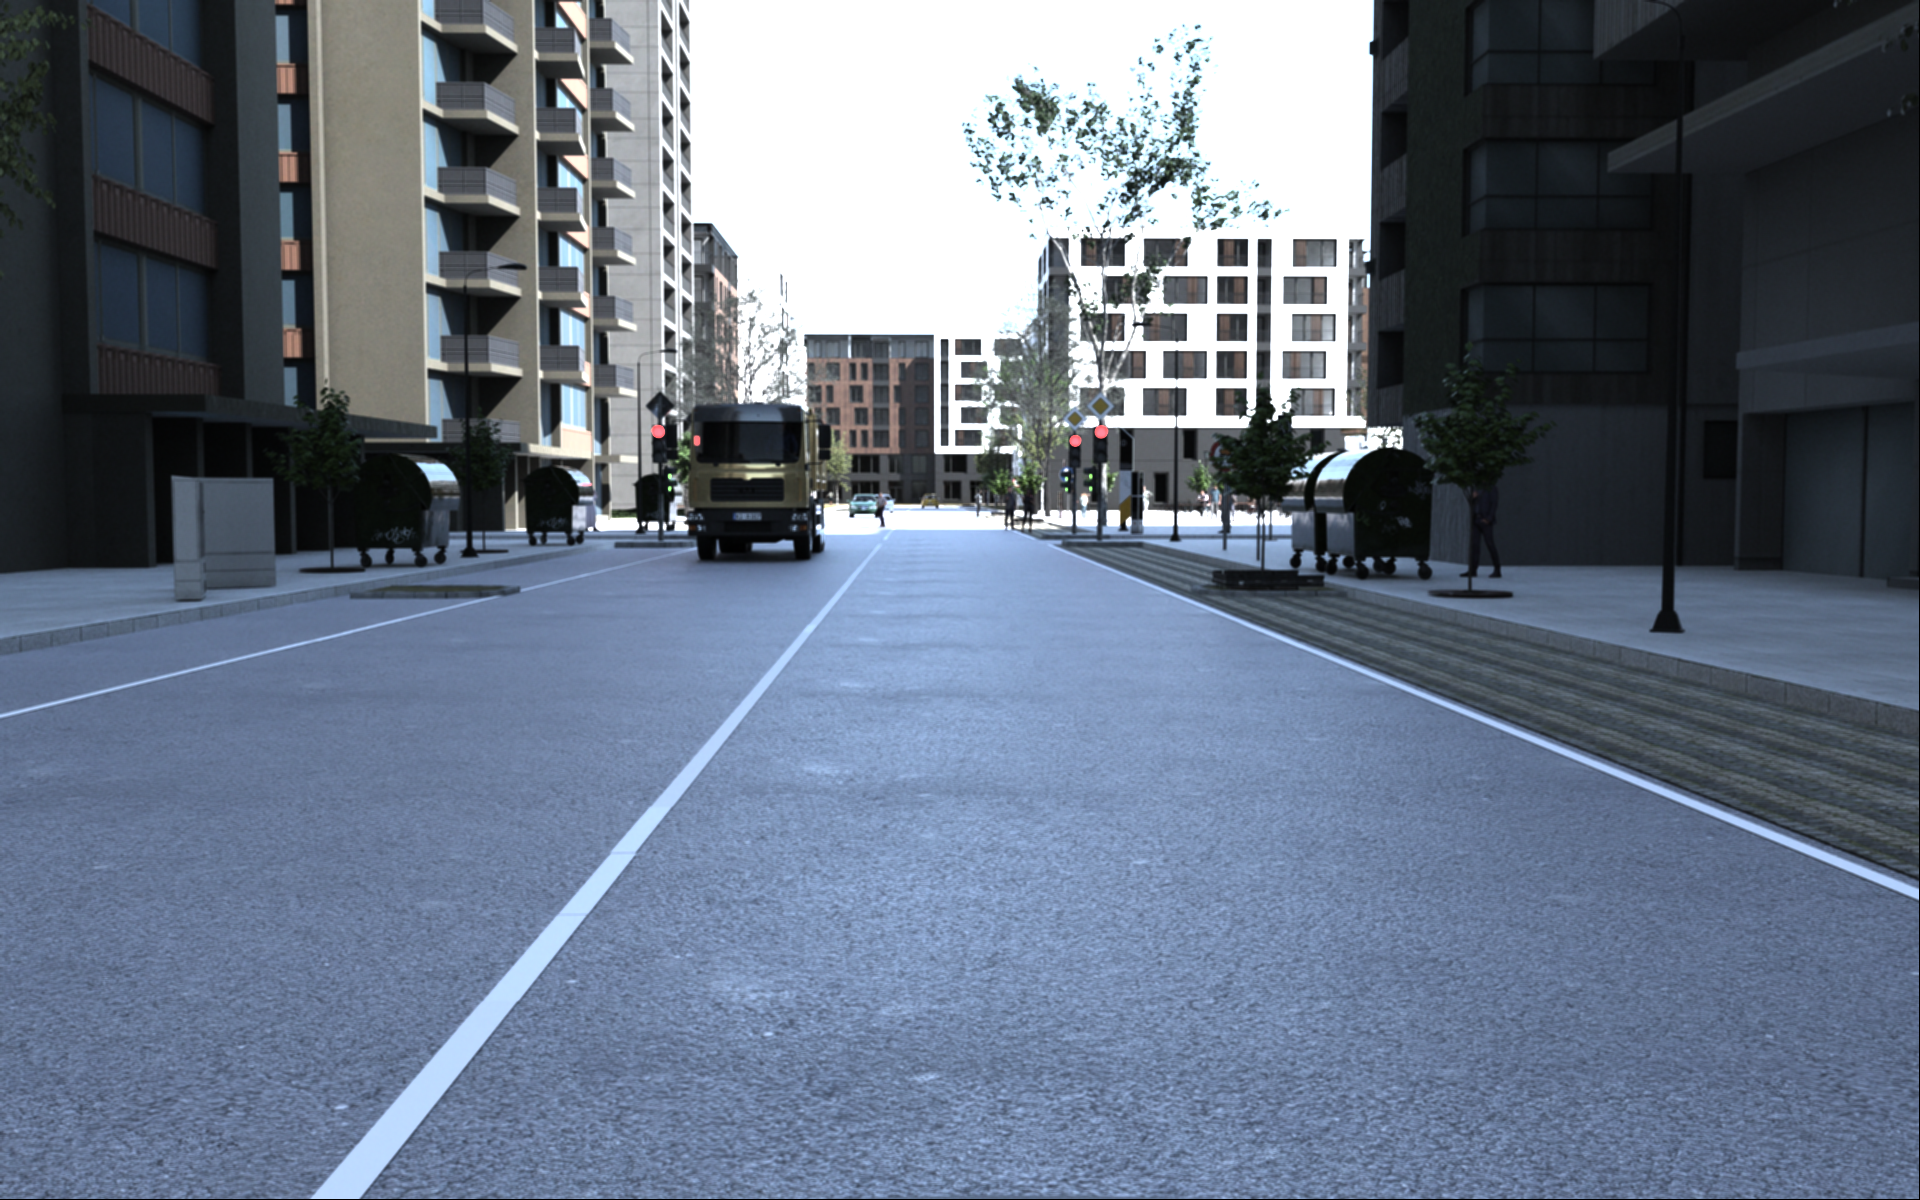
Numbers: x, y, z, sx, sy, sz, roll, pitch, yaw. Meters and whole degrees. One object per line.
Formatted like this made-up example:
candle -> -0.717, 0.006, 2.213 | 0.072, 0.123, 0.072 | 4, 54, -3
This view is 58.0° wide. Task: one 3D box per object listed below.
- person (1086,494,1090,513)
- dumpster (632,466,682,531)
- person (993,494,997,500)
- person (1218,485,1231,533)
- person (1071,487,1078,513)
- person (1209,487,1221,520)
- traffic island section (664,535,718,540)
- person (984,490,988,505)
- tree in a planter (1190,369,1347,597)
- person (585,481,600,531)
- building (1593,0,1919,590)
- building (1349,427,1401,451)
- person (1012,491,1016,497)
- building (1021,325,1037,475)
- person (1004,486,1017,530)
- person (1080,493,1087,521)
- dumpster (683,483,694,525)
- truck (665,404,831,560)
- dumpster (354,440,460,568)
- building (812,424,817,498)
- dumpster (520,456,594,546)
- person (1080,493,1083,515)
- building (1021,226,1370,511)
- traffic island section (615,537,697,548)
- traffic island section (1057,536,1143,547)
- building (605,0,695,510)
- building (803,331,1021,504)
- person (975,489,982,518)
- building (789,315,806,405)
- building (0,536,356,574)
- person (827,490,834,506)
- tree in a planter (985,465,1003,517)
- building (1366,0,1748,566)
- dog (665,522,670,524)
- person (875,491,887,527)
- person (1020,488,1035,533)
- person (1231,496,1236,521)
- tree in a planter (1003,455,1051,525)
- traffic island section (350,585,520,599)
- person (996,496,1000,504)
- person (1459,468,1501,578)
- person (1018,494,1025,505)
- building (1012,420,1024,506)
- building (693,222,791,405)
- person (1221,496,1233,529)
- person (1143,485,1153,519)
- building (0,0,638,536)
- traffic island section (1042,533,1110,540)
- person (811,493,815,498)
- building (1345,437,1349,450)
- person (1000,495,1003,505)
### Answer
person -> 8.484, -6.467, 115.691 | 0.435, 1.345, 0.340 | -1, 4, -20
dumpster -> -10.577, -3.547, 60.484 | 1.502, 2.255, 1.985 | 0, 4, -1
person -> 3.710, -10.598, 182.509 | 0.628, 1.438, 0.799 | -3, 4, -36
person -> 8.679, -3.094, 56.753 | 0.434, 1.807, 0.598 | 0, 4, 6
person -> 7.454, -6.461, 112.490 | 0.445, 1.727, 0.742 | 0, 4, -2
person -> 12.669, -4.894, 86.187 | 0.598, 1.807, 0.434 | 2, 4, 24
traffic island section -> -8.396, -2.033, 55.515 | 2.009, 0.180, 2.903 | 0, 4, -1
person -> 3.015, -11.944, 201.775 | 0.568, 1.767, 0.683 | 0, 4, 1
tree in a planter -> 4.375, -1.693, 24.905 | 1.991, 3.239, 1.994 | 0, 4, -1
person -> -12.817, -3.253, 59.891 | 0.621, 1.740, 0.551 | 2, 4, 25
building -> 24.434, -26.084, 15.721 | 28.713, 52.752, 27.495 | 0, 4, -1
building -> 60.471, -15.820, 200.802 | 28.070, 9.664, 9.099 | 0, 4, -1
person -> 5.798, -10.838, 183.958 | 0.721, 1.735, 1.217 | 1, 4, 12
building -> 14.196, -19.224, 170.736 | 16.016, 20.091, 11.380 | 0, 4, -1
person -> 2.031, -3.657, 68.820 | 0.617, 1.759, 0.750 | -1, 4, -16
person -> 5.979, -4.530, 84.011 | 0.340, 1.345, 0.435 | 1, 4, 10
dumpster -> -10.782, -4.041, 71.827 | 1.264, 1.857, 1.865 | 0, 4, -1
truck -> -4.560, -2.697, 40.021 | 3.469, 3.379, 9.791 | 0, 4, -2
dumpster -> -9.943, -1.742, 30.971 | 1.502, 2.255, 1.985 | 0, 4, -1
building -> -30.765, -15.776, 200.088 | 28.070, 9.664, 9.099 | 0, 4, -1
dumpster -> -10.194, -2.525, 43.781 | 1.502, 2.255, 1.985 | 0, 4, -1
person -> 7.176, -5.583, 101.226 | 0.340, 1.345, 0.435 | -2, 4, -27
building -> 20.352, -18.641, 148.756 | 27.936, 21.610, 32.646 | 0, 4, -1
traffic island section -> -8.222, -1.544, 47.532 | 2.009, 0.180, 2.903 | 0, 4, -1
traffic island section -> 3.877, -1.560, 47.789 | 2.009, 0.180, 2.903 | 0, 4, -1
building -> -26.246, -41.295, 113.430 | 20.563, 71.187, 20.611 | 0, 4, -1
building -> -5.640, -23.679, 231.133 | 32.646, 21.610, 27.936 | 0, 4, -1
person -> 1.098, -5.742, 103.110 | 0.376, 1.734, 0.841 | 1, 4, 16
building -> -24.019, -19.856, 181.059 | 16.016, 20.091, 11.380 | 0, 4, -1
building -> -27.532, -23.081, 31.994 | 28.867, 44.769, 22.147 | 0, 4, -1
person -> -14.525, -11.445, 193.950 | 0.721, 1.735, 1.217 | 3, 4, 38
tree in a planter -> 2.567, -6.752, 107.622 | 1.991, 3.239, 1.994 | 0, 4, -1
building -> 16.043, -16.225, 36.986 | 14.160, 30.474, 14.107 | 0, 4, -1
dog -> -12.429, -3.458, 73.366 | 0.540, 0.507, 0.406 | 0, 4, 2
person -> -3.384, -3.929, 74.959 | 0.590, 1.554, 0.614 | -3, 5, -43
person -> 2.504, -3.301, 63.936 | 0.415, 1.643, 0.593 | 3, 5, 44
person -> 12.982, -4.750, 83.575 | 0.709, 1.838, 0.599 | 2, 4, 33
tree in a planter -> 3.168, -5.091, 80.462 | 1.991, 3.239, 1.994 | 0, 4, -1
traffic island section -> -7.391, -0.114, 24.731 | 1.991, 0.108, 1.994 | 0, 4, -1
person -> 4.505, -12.404, 211.394 | 0.705, 1.814, 1.350 | 3, 5, 45
person -> 8.043, -1.207, 26.691 | 0.530, 1.710, 0.541 | -1, 4, -19
person -> 5.172, -7.904, 135.266 | 1.348, 1.826, 0.705 | 1, 4, 16
building -> 10.868, -15.201, 190.676 | 9.099, 9.664, 28.070 | 0, 4, -1
building -> -29.473, -18.507, 146.564 | 27.936, 21.610, 32.646 | 0, 4, -1
person -> 9.882, -3.467, 64.206 | 0.415, 1.643, 0.593 | -1, 4, -20
person -> 9.375, -4.986, 88.280 | 0.841, 1.734, 0.376 | 2, 4, 30
building -> -25.697, -25.459, 70.873 | 22.147, 44.769, 28.867 | 0, 4, -1
traffic island section -> 3.703, -2.048, 55.772 | 2.009, 0.180, 2.903 | 0, 4, -1
person -> -13.606, -9.154, 158.900 | 0.628, 1.438, 0.799 | 1, 4, 11
building -> 36.417, -17.191, 223.212 | 28.070, 9.664, 9.099 | 0, 4, -1
person -> 4.838, -11.893, 201.215 | 0.721, 1.735, 1.217 | 1, 4, 14
